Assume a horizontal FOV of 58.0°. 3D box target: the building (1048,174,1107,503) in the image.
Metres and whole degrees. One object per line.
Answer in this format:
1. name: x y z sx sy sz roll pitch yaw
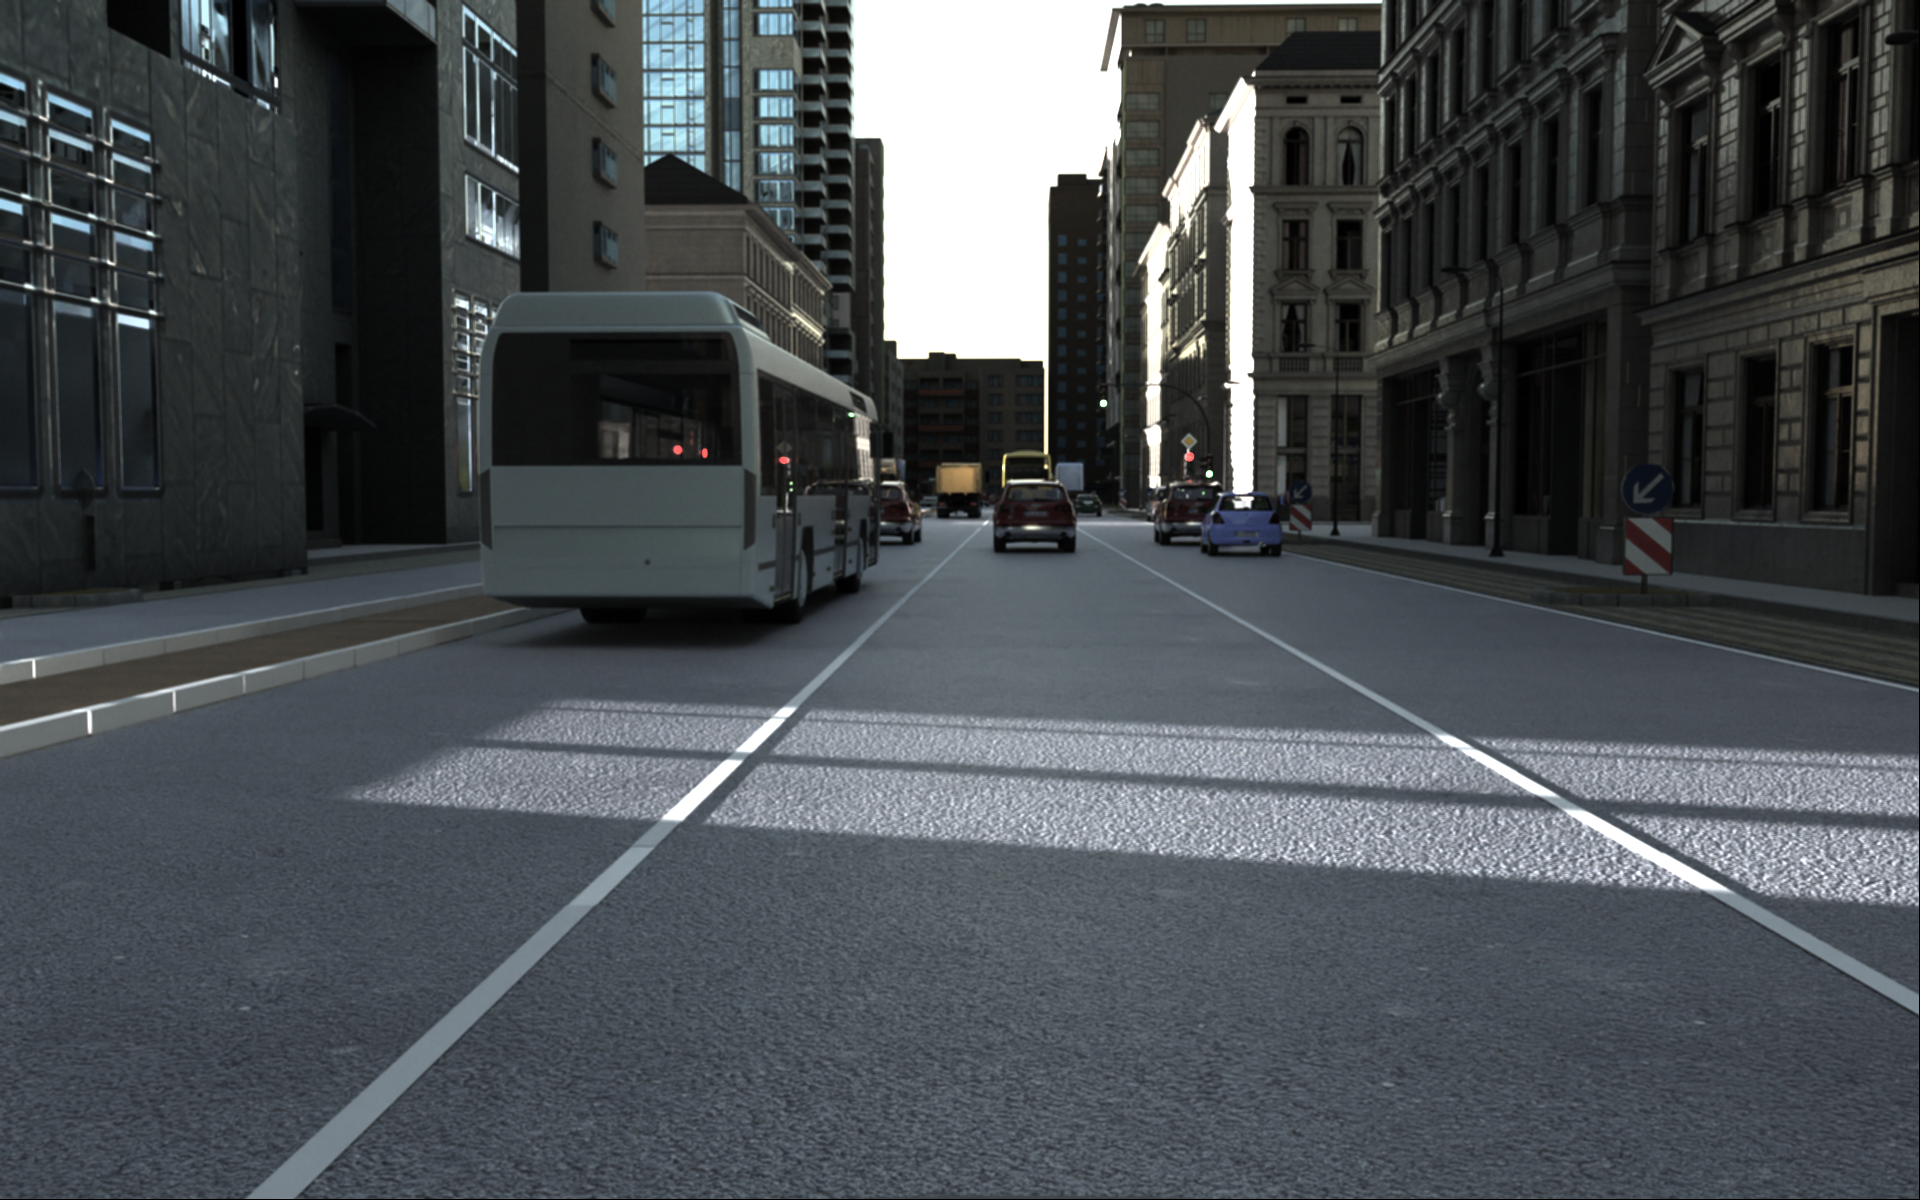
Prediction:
1. building: 19.619 -36.368 244.731 14.200 45.320 14.600 0 4 2

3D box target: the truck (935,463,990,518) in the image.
1. truck: 0.026 -6.795 107.026 3.469 3.379 9.791 0 4 2

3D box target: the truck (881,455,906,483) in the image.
1. truck: -5.580 -8.485 127.645 2.839 4.237 11.283 0 4 2

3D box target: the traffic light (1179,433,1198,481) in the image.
1. traffic light: 10.462 -5.533 79.378 0.839 4.253 0.868 0 4 2

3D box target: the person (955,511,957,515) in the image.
1. person: -0.253 -6.777 119.408 0.694 1.812 0.767 2 4 28

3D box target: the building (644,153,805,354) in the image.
1. building: -16.596 -15.239 100.063 10.553 20.767 40.483 0 4 2

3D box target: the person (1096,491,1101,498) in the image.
1. person: 18.390 -13.756 231.680 1.217 1.735 0.721 -1 4 -12

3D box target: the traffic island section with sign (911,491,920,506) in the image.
1. traffic island section with sign: -5.822 -12.243 208.806 1.989 1.847 2.006 0 4 2

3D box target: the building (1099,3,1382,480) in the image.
1. building: 29.891 -36.492 185.878 28.713 52.752 27.495 0 4 2

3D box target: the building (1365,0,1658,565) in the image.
1. building: 16.823 -12.190 50.216 10.553 20.767 40.483 0 4 2

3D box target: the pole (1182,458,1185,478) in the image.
1. pole: 12.636 -6.367 97.942 0.158 3.312 0.155 0 3 0

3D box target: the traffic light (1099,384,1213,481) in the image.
1. traffic light: 8.109 -5.912 71.323 4.771 5.953 1.251 0 4 2

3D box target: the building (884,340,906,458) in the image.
1. building: -22.438 -22.868 218.931 28.899 21.520 27.650 0 4 2

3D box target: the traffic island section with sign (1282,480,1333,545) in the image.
1. traffic island section with sign: 9.542 -2.515 49.751 1.989 1.847 2.006 0 4 2

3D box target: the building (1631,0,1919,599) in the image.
1. building: 16.200 -9.530 20.443 10.561 19.102 19.286 0 4 2

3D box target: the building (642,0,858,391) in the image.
1. building: -20.597 -52.389 169.232 22.319 86.520 31.000 0 4 2

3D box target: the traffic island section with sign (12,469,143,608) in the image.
1. traffic island section with sign: -11.865 -0.851 22.536 1.989 1.847 2.006 0 4 2

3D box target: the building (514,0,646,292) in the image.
1. building: -23.898 -26.730 60.743 21.600 48.544 21.300 0 4 2

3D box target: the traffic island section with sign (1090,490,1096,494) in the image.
1. traffic island section with sign: 13.839 -10.578 181.579 1.989 1.847 2.006 0 4 2

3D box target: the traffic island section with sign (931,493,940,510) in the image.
1. traffic island section with sign: -1.561 -8.965 154.719 2.006 1.907 1.989 0 4 2

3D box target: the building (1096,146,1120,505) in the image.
1. building: 28.264 -34.240 214.446 22.147 44.769 28.867 0 4 2

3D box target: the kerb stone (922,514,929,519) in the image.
1. kerb stone: -2.110 -5.099 105.564 0.120 0.150 1.000 0 4 2

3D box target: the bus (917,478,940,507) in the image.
1. bus: -2.968 -12.490 199.063 2.948 3.499 13.247 0 4 4

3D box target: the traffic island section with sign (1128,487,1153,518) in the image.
1. traffic island section with sign: 11.311 -5.838 104.076 1.989 1.847 2.006 0 4 2

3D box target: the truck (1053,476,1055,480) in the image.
1. truck: 10.607 -11.673 186.770 3.469 3.379 9.791 0 4 3

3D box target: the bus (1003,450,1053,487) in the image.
1. bus: 3.779 -6.421 96.537 2.896 3.916 12.252 0 4 3

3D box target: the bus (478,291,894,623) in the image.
1. bus: -2.817 -1.683 22.379 2.948 3.499 13.247 0 4 3

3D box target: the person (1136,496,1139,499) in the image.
1. person: 16.311 -8.968 155.896 0.991 1.433 0.599 0 4 -3

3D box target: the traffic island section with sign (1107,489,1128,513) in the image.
1. traffic island section with sign: 12.193 -7.504 131.322 1.989 1.847 2.006 0 4 2

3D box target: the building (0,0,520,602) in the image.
1. building: -22.514 -44.075 33.290 22.319 86.520 31.000 0 4 2

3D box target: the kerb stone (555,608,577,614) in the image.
1. kerb stone: -4.869 0.076 21.014 0.120 0.150 1.000 0 4 2

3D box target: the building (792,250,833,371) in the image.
1. building: -16.467 -18.020 130.780 11.583 22.565 21.152 0 4 2

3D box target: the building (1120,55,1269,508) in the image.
1. building: 22.306 -29.464 165.333 14.154 41.232 14.086 0 4 2

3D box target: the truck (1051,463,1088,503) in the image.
1. truck: 9.411 -9.345 142.556 2.967 4.110 18.799 0 3 0

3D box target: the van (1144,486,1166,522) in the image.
1. van: 10.643 -5.075 89.984 2.013 2.044 4.112 0 4 1

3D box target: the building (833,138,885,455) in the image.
1. building: -15.917 -31.180 193.383 14.154 41.232 14.086 0 4 2

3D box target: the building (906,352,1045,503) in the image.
1. building: -2.369 -24.875 251.747 28.899 21.520 27.650 0 4 2

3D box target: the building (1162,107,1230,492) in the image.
1. building: 20.072 -19.145 110.281 12.463 27.353 25.104 0 4 2

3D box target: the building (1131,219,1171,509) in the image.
1. building: 22.735 -18.681 138.724 16.112 22.955 30.059 0 4 2

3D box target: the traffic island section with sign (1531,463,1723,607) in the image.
1. traffic island section with sign: 8.664 -0.867 22.810 1.989 1.847 2.006 0 4 2

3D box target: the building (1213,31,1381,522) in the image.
1. building: 22.819 -15.589 83.752 19.941 23.489 11.050 0 4 2
